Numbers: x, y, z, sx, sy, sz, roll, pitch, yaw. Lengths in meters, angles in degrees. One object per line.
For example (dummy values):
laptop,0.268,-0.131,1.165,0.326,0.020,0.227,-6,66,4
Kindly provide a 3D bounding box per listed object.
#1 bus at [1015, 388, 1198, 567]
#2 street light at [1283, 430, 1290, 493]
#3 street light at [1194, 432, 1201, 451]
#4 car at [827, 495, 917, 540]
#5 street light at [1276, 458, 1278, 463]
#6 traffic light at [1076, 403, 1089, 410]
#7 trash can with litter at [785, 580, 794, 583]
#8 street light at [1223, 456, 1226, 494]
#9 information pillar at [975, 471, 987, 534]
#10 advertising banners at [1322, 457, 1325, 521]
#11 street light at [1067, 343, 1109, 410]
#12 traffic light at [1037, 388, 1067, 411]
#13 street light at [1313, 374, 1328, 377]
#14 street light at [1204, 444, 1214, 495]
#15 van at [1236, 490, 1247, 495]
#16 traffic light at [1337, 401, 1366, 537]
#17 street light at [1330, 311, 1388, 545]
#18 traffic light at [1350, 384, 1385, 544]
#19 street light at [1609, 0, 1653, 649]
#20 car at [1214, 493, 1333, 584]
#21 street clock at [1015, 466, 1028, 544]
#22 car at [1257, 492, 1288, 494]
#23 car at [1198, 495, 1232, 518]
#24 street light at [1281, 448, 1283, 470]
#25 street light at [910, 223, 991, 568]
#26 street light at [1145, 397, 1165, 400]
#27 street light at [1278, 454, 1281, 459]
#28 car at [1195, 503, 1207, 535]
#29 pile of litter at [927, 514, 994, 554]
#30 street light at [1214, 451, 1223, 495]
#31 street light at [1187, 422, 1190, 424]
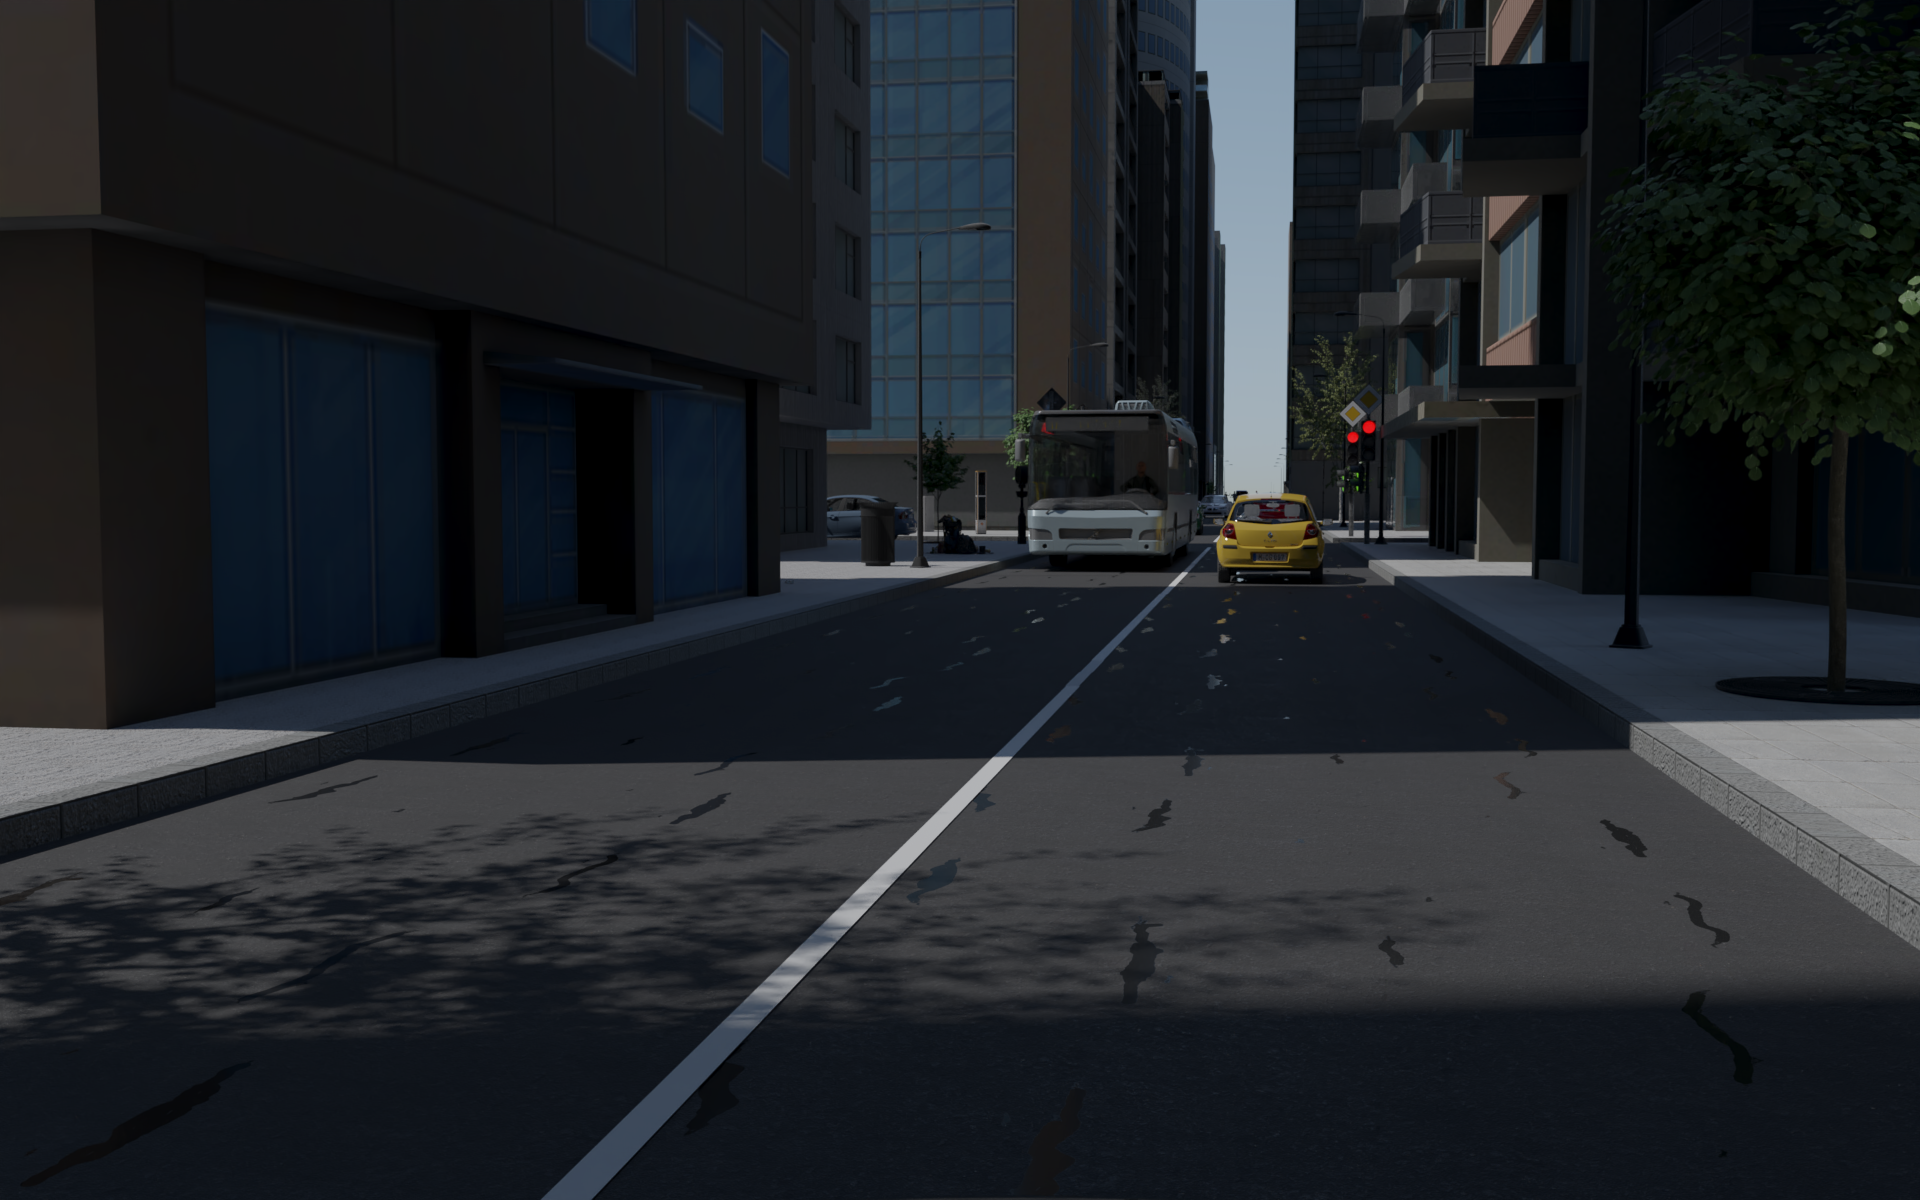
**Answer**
bus,3.510,-2.586,37.147,2.948,3.499,13.247,1,4,10
street light,24.417,-9.377,125.859,1.470,5.913,1.316,1,4,10
street light,17.243,-9.582,129.204,1.470,5.913,1.316,1,4,10
car,-3.510,-2.355,50.509,4.499,1.417,2.014,1,4,11
street light,37.806,-14.013,201.655,1.470,5.913,1.316,1,4,10
traffic light,3.799,-3.954,53.564,0.839,4.253,0.868,1,4,10
trash can with litter,-3.496,-0.827,24.582,2.233,1.210,1.678,0,4,0
street light,31.371,-14.570,210.767,1.470,5.913,1.316,1,4,10
information pillar,0.670,-3.095,55.101,0.304,2.012,0.304,-1,4,-11
advertising banners,15.787,-4.834,75.231,0.090,3.025,2.074,1,4,12
street light,3.870,-4.948,53.442,1.470,5.913,1.316,1,4,10
traffic light,2.425,-3.473,45.698,0.839,4.253,0.868,1,4,10
street light,14.351,-5.784,67.116,1.470,5.913,1.316,1,4,10
street light,22.395,-11.430,159.423,1.470,5.913,1.316,1,4,10
van,43.601,-16.141,268.291,2.240,2.365,5.245,1,4,8
traffic light,11.792,-3.870,52.189,0.839,4.253,0.868,1,4,10
street light,10.206,-4.377,44.105,1.470,5.913,1.316,1,4,10
traffic light,10.418,-3.389,44.323,0.839,4.253,0.868,1,4,10
street light,5.079,-2.561,14.406,1.470,5.913,1.316,1,4,10
car,5.272,-1.163,29.234,2.015,1.641,3.980,1,4,11
street clock,1.590,-2.436,44.397,0.358,2.002,0.471,-1,4,-18
car,11.365,-3.305,63.080,2.155,1.783,4.494,1,4,8
car,15.372,-5.631,104.420,2.083,1.381,4.827,1,4,12
street light,27.603,-10.457,143.518,1.470,5.913,1.316,1,4,10
street light,-0.160,-3.509,29.920,1.470,5.913,1.316,1,4,10
street light,9.056,-6.737,82.692,1.470,5.913,1.316,1,4,10
street light,32.683,-12.236,172.595,1.470,5.913,1.316,1,4,10
car,7.767,-3.067,61.943,2.131,1.459,4.920,1,4,9
pile of litter,-0.080,-1.431,37.364,1.176,0.858,1.719,-3,5,-45
street light,27.589,-13.213,188.576,1.470,5.913,1.316,1,4,10
street light,14.114,-8.515,111.763,1.470,5.913,1.316,1,4,10
